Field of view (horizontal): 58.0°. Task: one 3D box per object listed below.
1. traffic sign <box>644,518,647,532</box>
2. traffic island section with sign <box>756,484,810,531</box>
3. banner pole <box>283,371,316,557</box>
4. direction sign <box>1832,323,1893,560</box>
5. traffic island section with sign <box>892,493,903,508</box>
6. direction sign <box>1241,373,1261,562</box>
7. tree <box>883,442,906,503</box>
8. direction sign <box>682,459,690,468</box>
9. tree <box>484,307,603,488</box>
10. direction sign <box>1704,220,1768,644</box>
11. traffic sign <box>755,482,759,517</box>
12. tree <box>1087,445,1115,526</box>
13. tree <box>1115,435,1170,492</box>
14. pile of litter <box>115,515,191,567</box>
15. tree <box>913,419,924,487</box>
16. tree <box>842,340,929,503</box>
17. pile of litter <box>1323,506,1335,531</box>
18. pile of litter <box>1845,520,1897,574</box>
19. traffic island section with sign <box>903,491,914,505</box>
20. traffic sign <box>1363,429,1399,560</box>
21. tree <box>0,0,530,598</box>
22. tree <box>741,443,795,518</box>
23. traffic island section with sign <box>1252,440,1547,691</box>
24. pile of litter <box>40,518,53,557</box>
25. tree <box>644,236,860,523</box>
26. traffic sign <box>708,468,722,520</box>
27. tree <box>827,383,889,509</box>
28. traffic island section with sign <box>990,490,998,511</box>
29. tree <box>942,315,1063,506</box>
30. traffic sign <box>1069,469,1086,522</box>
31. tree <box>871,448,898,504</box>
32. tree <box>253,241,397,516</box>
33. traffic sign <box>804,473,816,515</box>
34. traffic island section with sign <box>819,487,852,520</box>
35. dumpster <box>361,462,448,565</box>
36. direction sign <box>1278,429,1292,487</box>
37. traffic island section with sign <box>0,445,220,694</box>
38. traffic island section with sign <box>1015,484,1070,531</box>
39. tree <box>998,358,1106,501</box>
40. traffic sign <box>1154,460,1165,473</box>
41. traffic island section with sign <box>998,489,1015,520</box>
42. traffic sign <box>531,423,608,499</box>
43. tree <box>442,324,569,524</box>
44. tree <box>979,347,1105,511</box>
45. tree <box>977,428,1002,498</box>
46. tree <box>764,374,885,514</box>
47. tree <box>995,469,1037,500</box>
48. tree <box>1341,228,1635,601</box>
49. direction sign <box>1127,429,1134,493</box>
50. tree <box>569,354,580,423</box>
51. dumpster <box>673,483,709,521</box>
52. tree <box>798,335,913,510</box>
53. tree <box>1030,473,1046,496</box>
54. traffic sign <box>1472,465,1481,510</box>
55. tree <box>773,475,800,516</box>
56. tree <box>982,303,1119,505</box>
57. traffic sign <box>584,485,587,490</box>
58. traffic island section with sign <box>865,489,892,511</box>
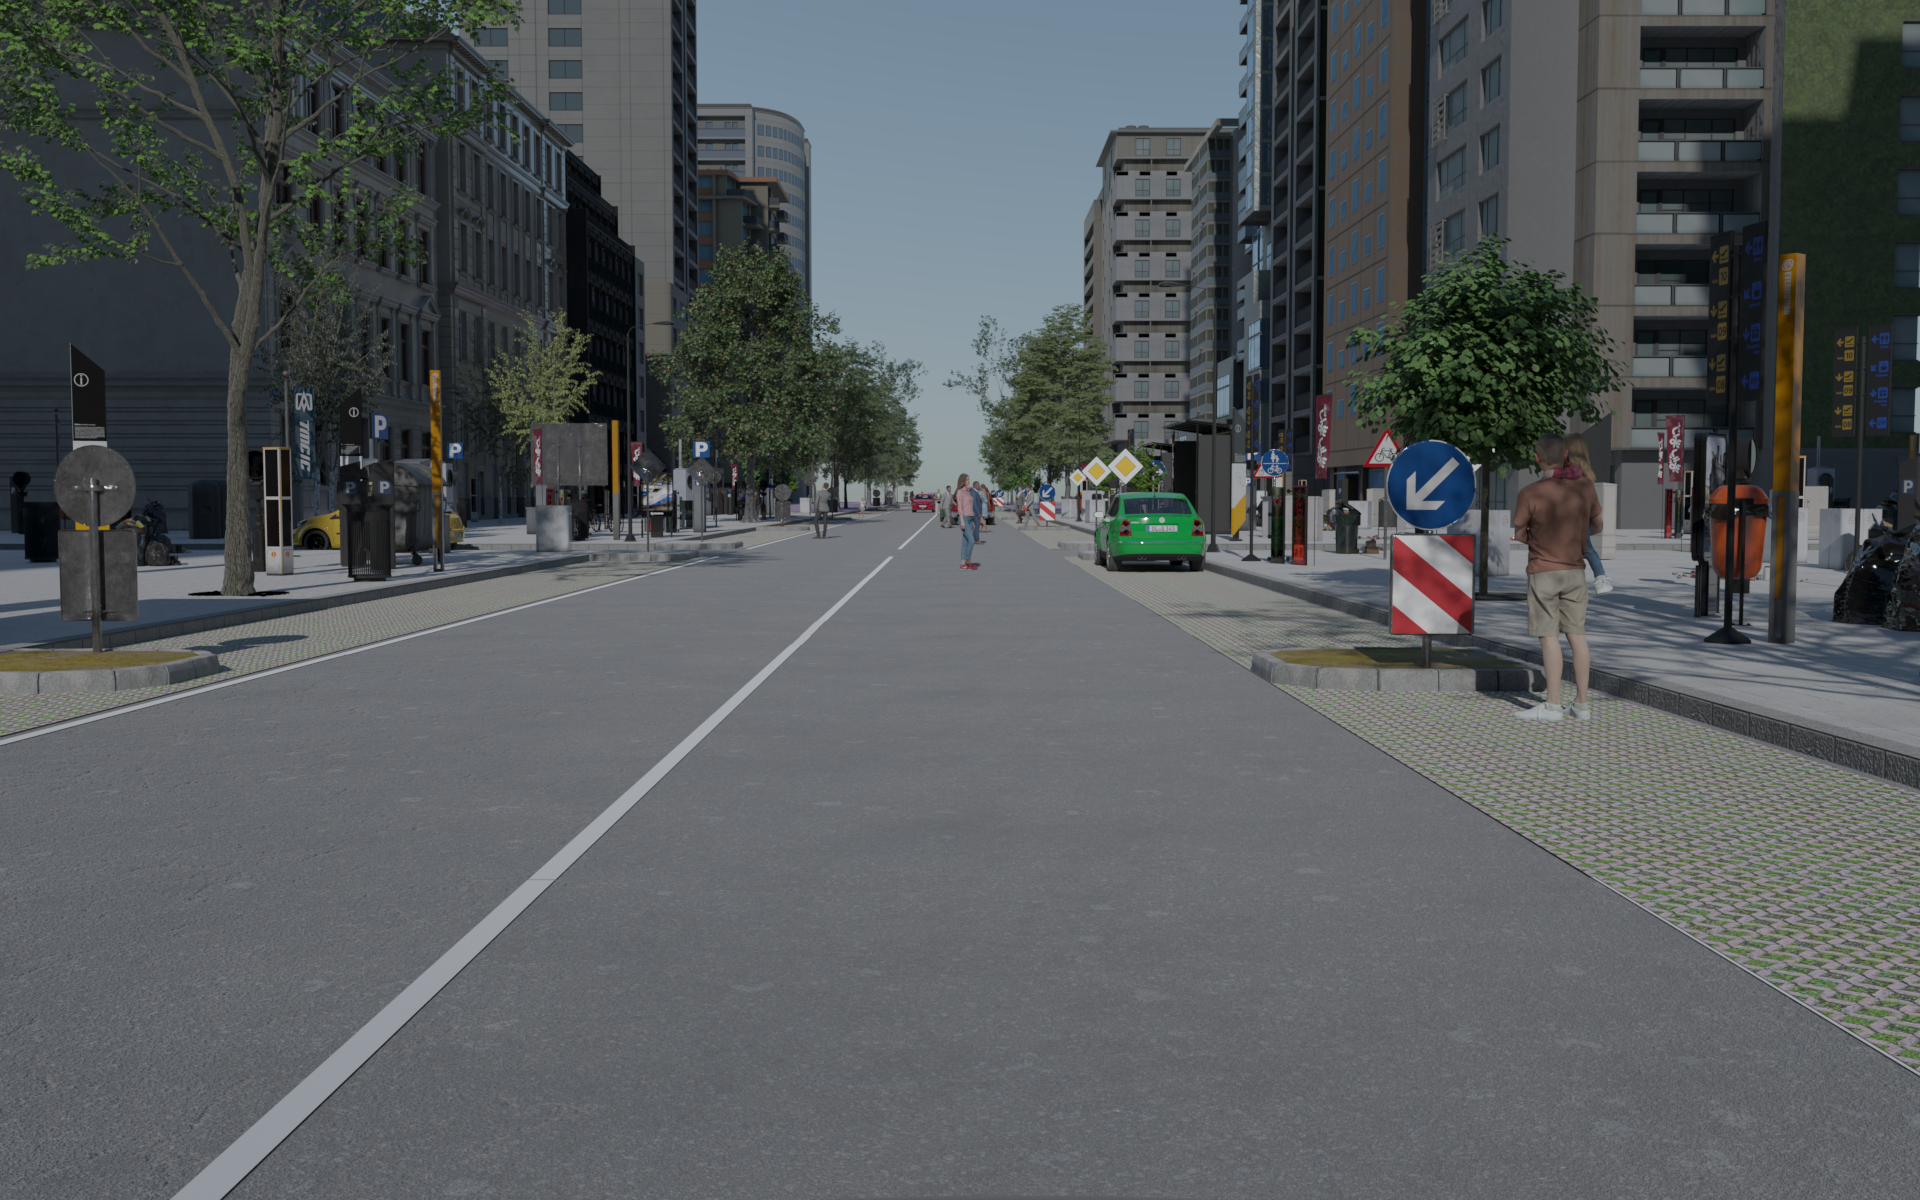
[{"bbox_3d":[-10.683,-3.587,58.748,0.768,2.556,0.104,0,4,2],"label":"traffic sign"},{"bbox_3d":[-6.913,-3.620,67.820,1.989,1.847,2.006,0,3,0],"label":"traffic island section with sign"},{"bbox_3d":[-13.533,-2.778,35.430,0.401,3.779,0.863,3,4,38],"label":"banner pole"},{"bbox_3d":[12.172,-1.923,23.433,0.379,3.537,0.876,-1,4,-23],"label":"direction sign"},{"bbox_3d":[-6.996,-10.062,173.148,1.989,1.847,2.006,0,3,0],"label":"traffic island section with sign"},{"bbox_3d":[5.567,-2.508,33.005,0.379,3.537,0.876,0,4,-6],"label":"direction sign"},{"bbox_3d":[-9.179,-17.744,240.476,4.737,8.622,4.395,0,3,0],"label":"tree"},{"bbox_3d":[-13.644,-5.746,85.949,0.379,3.537,0.876,-3,4,-39],"label":"direction sign"},{"bbox_3d":[-16.122,-7.156,67.361,4.737,8.622,4.395,0,3,0],"label":"tree"},{"bbox_3d":[6.630,-1.398,14.854,0.379,3.537,0.876,0,4,-5],"label":"direction sign"},{"bbox_3d":[-11.069,-5.804,94.896,0.884,2.594,0.081,0,4,7],"label":"traffic sign"},{"bbox_3d":[5.856,-4.542,68.855,1.663,3.219,1.824,0,3,0],"label":"tree"},{"bbox_3d":[6.093,-3.819,57.035,1.663,3.219,1.824,0,3,0],"label":"tree"},{"bbox_3d":[-14.764,-1.035,30.894,1.719,0.858,1.176,-1,4,-9],"label":"pile of litter"},{"bbox_3d":[-10.251,-17.469,192.277,9.857,13.997,8.962,0,3,0],"label":"tree"},{"bbox_3d":[-10.459,-22.018,215.890,12.611,20.169,13.585,0,3,0],"label":"tree"},{"bbox_3d":[12.810,-2.859,60.709,1.719,0.858,1.176,-3,4,-36],"label":"pile of litter"},{"bbox_3d":[15.128,-0.859,28.015,1.719,0.858,1.176,0,4,3],"label":"pile of litter"},{"bbox_3d":[-7.021,-13.407,227.835,1.989,1.847,2.006,0,3,0],"label":"traffic island section with sign"},{"bbox_3d":[8.315,-2.068,33.814,0.884,2.594,0.081,0,4,6],"label":"traffic sign"},{"bbox_3d":[-8.973,-5.863,21.609,9.928,11.665,9.643,0,3,0],"label":"tree"},{"bbox_3d":[-10.110,-6.677,92.883,4.285,4.588,4.351,0,3,0],"label":"tree"},{"bbox_3d":[3.339,-0.295,13.444,1.989,1.847,2.006,0,3,0],"label":"traffic island section with sign"},{"bbox_3d":[-18.242,-1.294,35.120,1.176,0.858,1.719,-1,4,-23],"label":"pile of litter"},{"bbox_3d":[-9.315,-9.790,77.072,9.611,12.733,9.660,0,3,0],"label":"tree"},{"bbox_3d":[-12.007,-5.161,84.483,0.768,2.556,0.104,0,4,8],"label":"traffic sign"},{"bbox_3d":[-10.098,-13.928,153.470,9.928,11.665,9.643,0,3,0],"label":"tree"},{"bbox_3d":[3.268,-8.386,145.744,1.989,1.847,2.006,0,3,0],"label":"traffic island section with sign"},{"bbox_3d":[4.979,-20.061,183.885,12.611,20.169,13.585,0,3,0],"label":"tree"},{"bbox_3d":[5.392,-4.781,79.350,0.795,2.450,0.064,1,4,9],"label":"traffic sign"},{"bbox_3d":[-10.224,-17.004,228.382,4.360,8.622,3.978,0,3,0],"label":"tree"},{"bbox_3d":[-18.493,-6.085,49.849,4.360,8.622,3.978,0,3,0],"label":"tree"},{"bbox_3d":[-9.014,-6.357,104.042,0.768,2.556,0.104,0,4,4],"label":"traffic sign"},{"bbox_3d":[-6.932,-5.269,94.775,1.989,1.847,2.006,0,3,0],"label":"traffic island section with sign"},{"bbox_3d":[-10.274,-1.592,31.788,1.264,1.857,1.865,0,3,0],"label":"dumpster"},{"bbox_3d":[11.368,-4.198,60.629,0.379,3.537,0.876,-1,4,-21],"label":"direction sign"},{"bbox_3d":[-6.882,-0.284,13.268,1.989,1.847,2.006,0,3,0],"label":"traffic island section with sign"},{"bbox_3d":[3.303,-3.658,68.436,1.989,1.847,2.006,0,3,0],"label":"traffic island section with sign"},{"bbox_3d":[6.222,-11.028,114.716,8.767,10.594,7.601,3,5,43],"label":"tree"},{"bbox_3d":[7.312,-3.967,64.964,0.768,2.556,0.104,0,4,2],"label":"traffic sign"},{"bbox_3d":[3.283,-5.343,95.990,1.989,1.847,2.006,0,3,0],"label":"traffic island section with sign"},{"bbox_3d":[-11.268,-3.428,49.920,2.265,3.308,0.079,0,4,6],"label":"traffic sign"},{"bbox_3d":[-19.857,-7.568,74.101,4.360,8.622,3.978,0,3,0],"label":"tree"},{"bbox_3d":[6.651,-13.024,129.946,9.611,12.733,9.660,0,3,0],"label":"tree"},{"bbox_3d":[6.213,-20.932,267.986,9.928,11.665,9.643,0,3,0],"label":"tree"},{"bbox_3d":[-9.659,-11.873,128.537,8.767,10.594,7.601,0,4,1],"label":"tree"},{"bbox_3d":[5.770,-11.170,166.349,4.285,4.588,4.351,0,3,0],"label":"tree"},{"bbox_3d":[6.548,-2.298,21.285,4.285,4.588,4.351,0,3,0],"label":"tree"},{"bbox_3d":[5.951,-4.184,60.410,0.379,3.537,0.876,0,4,-8],"label":"direction sign"},{"bbox_3d":[-20.028,-8.096,82.737,4.360,8.622,3.978,0,3,0],"label":"tree"},{"bbox_3d":[-10.204,-3.785,64.378,1.502,2.255,1.985,0,3,0],"label":"dumpster"},{"bbox_3d":[-9.816,-14.192,138.688,9.857,13.997,8.962,0,3,0],"label":"tree"},{"bbox_3d":[6.486,-9.262,146.043,1.663,3.219,1.824,0,3,0],"label":"tree"},{"bbox_3d":[8.519,-1.686,28.749,0.795,2.450,0.064,0,4,4],"label":"traffic sign"},{"bbox_3d":[-10.101,-6.426,99.671,1.663,3.219,1.824,0,3,0],"label":"tree"},{"bbox_3d":[6.108,-11.336,103.476,7.486,12.596,7.792,0,3,0],"label":"tree"},{"bbox_3d":[-11.910,-3.362,55.072,0.768,2.556,0.104,0,4,6],"label":"traffic sign"},{"bbox_3d":[-6.971,-8.414,146.193,1.989,1.847,2.006,0,3,0],"label":"traffic island section with sign"}]
